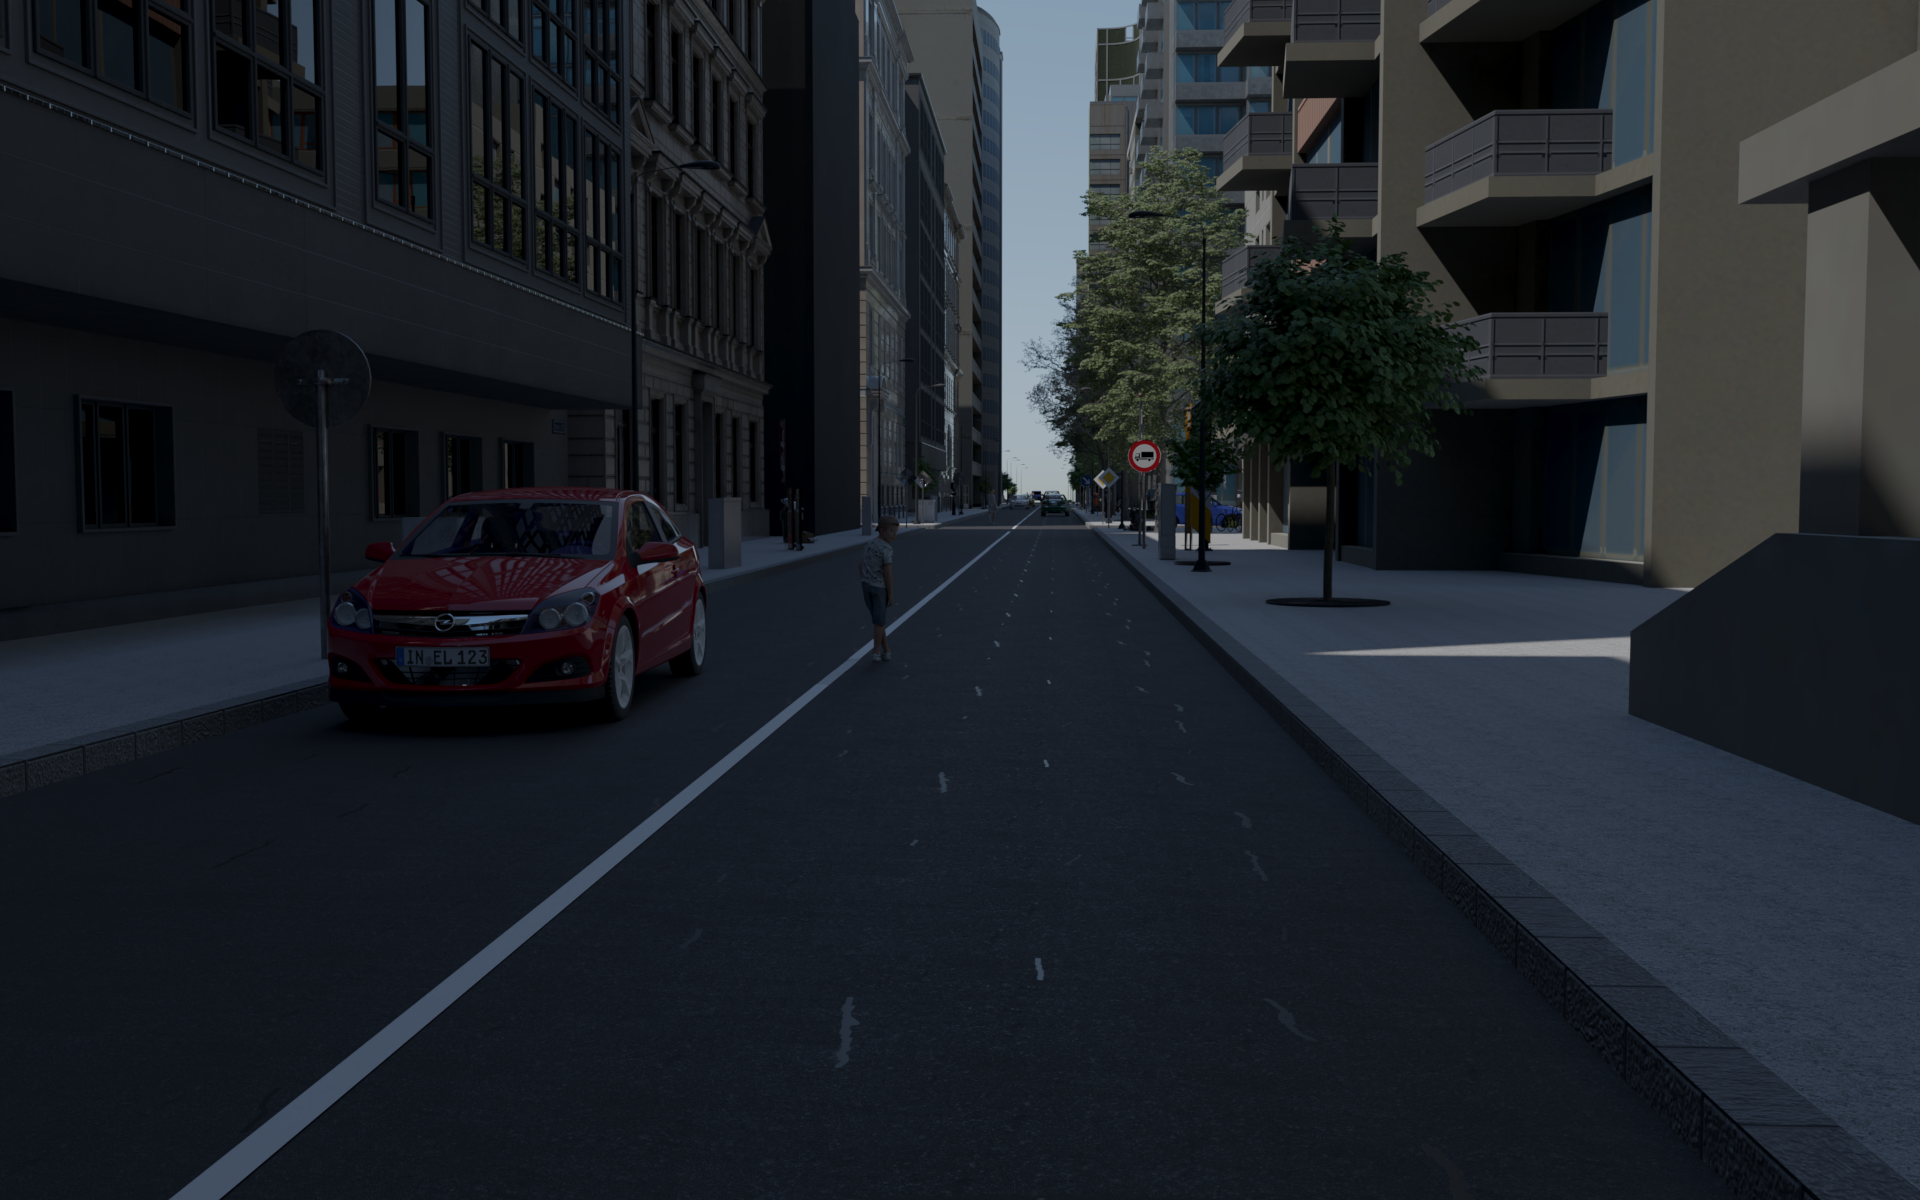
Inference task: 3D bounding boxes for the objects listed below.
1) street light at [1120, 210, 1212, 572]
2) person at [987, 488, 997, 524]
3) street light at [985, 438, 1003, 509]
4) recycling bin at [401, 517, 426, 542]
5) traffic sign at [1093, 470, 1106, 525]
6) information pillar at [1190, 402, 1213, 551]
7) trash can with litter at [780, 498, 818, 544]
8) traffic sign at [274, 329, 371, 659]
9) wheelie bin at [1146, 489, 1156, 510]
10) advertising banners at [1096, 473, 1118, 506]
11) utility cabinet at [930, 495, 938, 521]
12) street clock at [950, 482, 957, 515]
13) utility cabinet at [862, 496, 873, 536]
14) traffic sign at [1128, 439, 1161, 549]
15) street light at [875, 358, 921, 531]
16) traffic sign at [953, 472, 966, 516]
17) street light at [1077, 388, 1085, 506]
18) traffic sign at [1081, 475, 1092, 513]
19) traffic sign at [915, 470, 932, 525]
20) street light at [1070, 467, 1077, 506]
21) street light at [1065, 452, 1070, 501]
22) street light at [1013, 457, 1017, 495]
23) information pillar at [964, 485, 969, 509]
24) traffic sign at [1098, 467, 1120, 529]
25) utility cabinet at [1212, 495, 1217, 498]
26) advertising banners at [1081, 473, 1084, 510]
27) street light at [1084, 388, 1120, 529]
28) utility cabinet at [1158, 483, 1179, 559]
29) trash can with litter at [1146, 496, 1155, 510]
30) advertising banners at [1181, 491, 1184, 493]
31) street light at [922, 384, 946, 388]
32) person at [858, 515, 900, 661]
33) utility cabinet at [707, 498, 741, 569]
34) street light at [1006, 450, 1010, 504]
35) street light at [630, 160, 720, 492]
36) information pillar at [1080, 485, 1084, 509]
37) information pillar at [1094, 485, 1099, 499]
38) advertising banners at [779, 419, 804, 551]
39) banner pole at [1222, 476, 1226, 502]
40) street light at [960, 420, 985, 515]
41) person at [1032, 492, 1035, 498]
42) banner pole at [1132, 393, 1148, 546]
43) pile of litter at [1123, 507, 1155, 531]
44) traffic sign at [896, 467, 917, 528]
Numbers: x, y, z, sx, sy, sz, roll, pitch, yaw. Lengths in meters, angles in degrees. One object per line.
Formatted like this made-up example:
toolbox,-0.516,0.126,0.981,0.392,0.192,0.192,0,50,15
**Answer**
street light,3.456,-3.423,28.511,1.470,5.913,1.316,0,4,3
person,1.521,-4.447,81.966,0.466,1.731,0.760,0,4,6
street light,2.774,-10.812,149.325,1.470,5.913,1.316,0,4,3
recycling bin,-5.525,-0.375,18.691,0.722,1.027,0.722,1,4,13
traffic sign,5.972,-4.204,72.371,0.795,2.450,0.064,0,4,3
information pillar,5.434,-2.911,38.952,0.504,3.616,0.183,-1,4,-18
trash can with litter,-4.182,-2.071,45.242,1.055,1.170,0.624,2,4,32
traffic sign,-4.934,-0.814,13.410,0.768,2.556,0.104,0,4,3
wheelie bin,12.297,-6.289,110.732,0.980,1.594,0.693,-1,4,-18
advertising banners,12.004,-8.852,140.916,2.074,3.025,0.090,-1,4,-19
utility cabinet,-1.242,-4.363,82.500,0.306,1.237,1.020,0,4,-5
street clock,-0.373,-6.114,104.527,0.358,2.002,0.471,2,4,31
utility cabinet,-2.890,-2.624,54.071,0.306,1.237,1.020,0,3,0
traffic sign,4.317,-2.473,40.544,0.768,2.556,0.104,1,4,11
street light,-2.231,-5.318,59.492,1.470,5.913,1.316,0,4,3
traffic sign,-0.053,-6.238,102.099,0.768,2.556,0.104,1,4,10
street light,5.976,-6.308,75.676,1.470,5.913,1.316,0,4,3
traffic sign,8.476,-7.088,116.002,0.768,2.556,0.104,1,4,13
traffic sign,-1.560,-4.230,72.804,0.795,2.450,0.064,0,4,3
street light,7.974,-8.469,111.012,1.470,5.913,1.316,0,4,3
street light,10.329,-11.094,153.931,1.470,5.913,1.316,0,4,3
street light,6.515,-15.079,219.080,1.470,5.913,1.316,0,4,3
information pillar,0.519,-8.713,146.952,0.304,2.012,0.304,-3,4,-36
traffic sign,5.534,-3.716,64.398,0.795,2.450,0.064,0,4,3
utility cabinet,14.900,-5.684,104.094,1.020,1.237,0.306,0,4,-4
advertising banners,9.936,-8.817,140.338,0.090,3.025,2.074,1,4,10
street light,5.408,-5.560,63.441,1.470,5.913,1.316,0,4,3
utility cabinet,4.101,-1.563,34.227,0.318,1.500,1.173,0,4,4
trash can with litter,12.091,-5.985,109.236,1.055,1.170,0.624,-3,5,-40
advertising banners,13.587,-6.659,105.066,0.090,3.025,2.074,0,4,-1
street light,-1.287,-6.158,73.229,1.470,5.913,1.316,0,4,3
person,-0.696,-0.106,14.912,0.352,1.250,0.332,0,4,-5
utility cabinet,-4.093,-1.159,30.105,0.306,1.237,1.020,1,4,10
street light,4.648,-12.944,184.170,1.470,5.913,1.316,0,4,3
street light,-4.035,-3.165,24.289,1.470,5.913,1.316,0,4,3
information pillar,10.194,-8.606,145.195,0.304,2.012,0.304,0,4,-6
information pillar,10.798,-8.104,136.985,0.304,2.012,0.304,-1,4,-9
advertising banners,-3.887,-2.668,39.813,0.090,3.025,2.074,-1,4,-19
banner pole,15.337,-6.768,100.672,0.401,3.779,0.863,2,4,28
street light,0.628,-8.304,108.306,1.470,5.913,1.316,0,4,3
person,9.836,-13.719,233.614,0.445,1.727,0.742,2,4,24
banner pole,4.451,-3.218,42.625,0.401,3.779,0.863,0,4,2
pile of litter,6.336,-2.852,60.590,1.176,0.858,1.719,0,4,-8
traffic sign,-1.998,-3.742,64.831,0.795,2.450,0.064,0,4,3
